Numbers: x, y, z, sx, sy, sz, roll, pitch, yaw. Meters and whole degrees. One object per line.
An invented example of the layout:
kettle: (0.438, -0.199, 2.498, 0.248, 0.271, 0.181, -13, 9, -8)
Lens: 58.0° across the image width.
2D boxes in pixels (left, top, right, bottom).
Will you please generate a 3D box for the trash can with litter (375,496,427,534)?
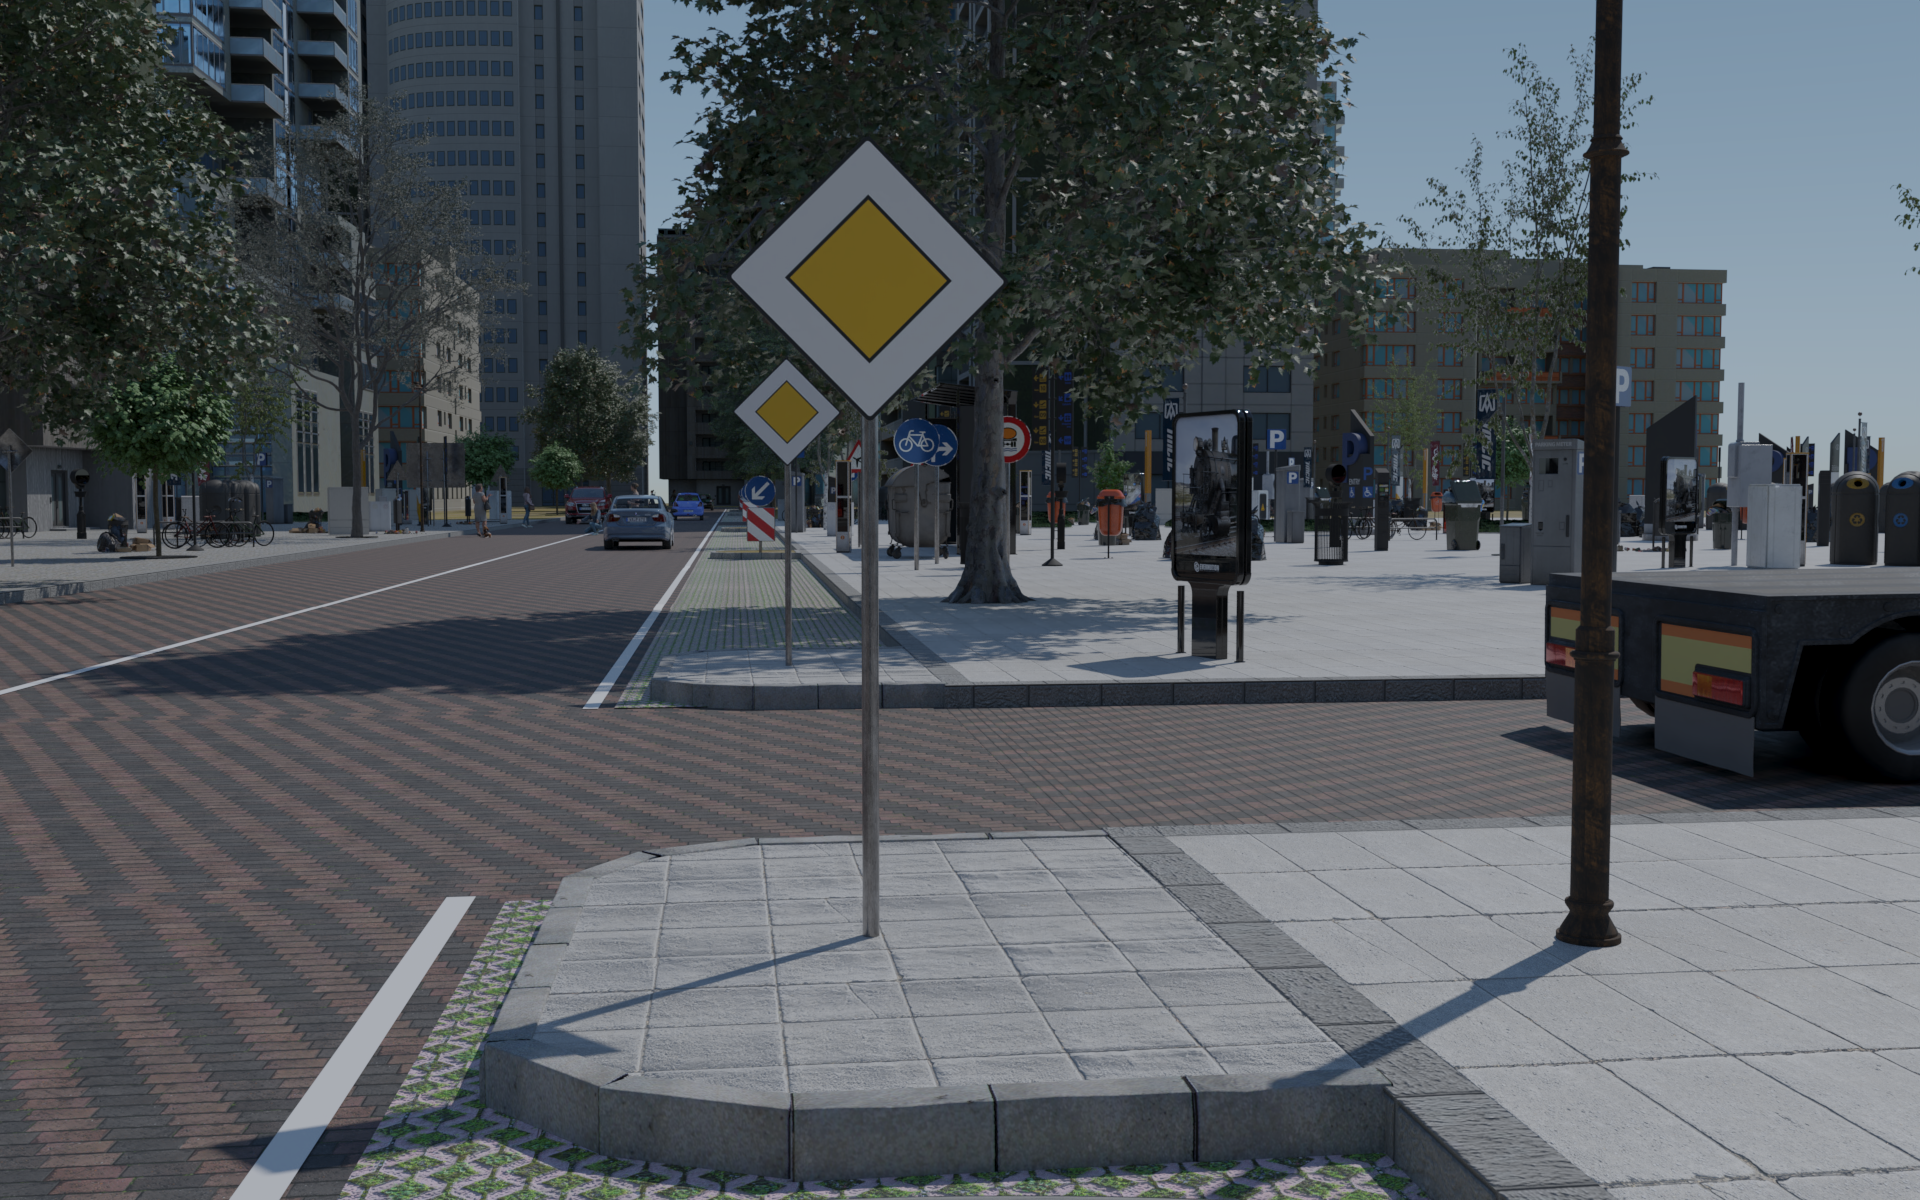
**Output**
trash can with litter: (-18.105, -2.764, 56.251, 1.678, 1.210, 2.233, -1, 4, -11)

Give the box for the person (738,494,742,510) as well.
person: (-18.938, -8.530, 149.442, 0.415, 1.643, 0.593, -1, 4, -10)

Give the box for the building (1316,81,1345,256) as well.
building: (27.263, -35.428, 198.858, 30.456, 49.044, 23.786, 0, 4, -7)

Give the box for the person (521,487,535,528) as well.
person: (-18.584, -3.987, 74.275, 0.643, 1.750, 0.593, -3, 5, -40)

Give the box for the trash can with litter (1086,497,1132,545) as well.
trash can with litter: (3.801, -1.955, 43.349, 0.624, 1.170, 1.055, 3, 5, 43)

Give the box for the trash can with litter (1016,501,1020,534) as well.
trash can with litter: (1.758, -2.704, 55.592, 1.055, 1.170, 0.624, 2, 4, 32)

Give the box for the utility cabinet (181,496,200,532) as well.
utility cabinet: (-24.779, -2.766, 56.385, 1.020, 1.237, 0.306, -2, 4, -26)

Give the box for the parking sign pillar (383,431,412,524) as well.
parking sign pillar: (-24.016, -5.196, 73.419, 1.447, 3.967, 1.447, -2, 4, -33)

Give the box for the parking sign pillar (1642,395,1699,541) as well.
parking sign pillar: (19.614, -3.624, 47.721, 1.447, 3.967, 1.447, 3, 5, 40)

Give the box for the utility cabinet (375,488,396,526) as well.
utility cabinet: (-22.873, -3.687, 68.969, 0.318, 1.500, 1.173, 0, 4, 8)

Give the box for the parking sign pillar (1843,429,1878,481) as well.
parking sign pillar: (37.452, -5.105, 71.937, 1.447, 3.967, 1.447, 1, 4, 11)

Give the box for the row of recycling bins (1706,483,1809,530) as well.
row of recycling bins: (28.485, -3.354, 61.953, 3.534, 1.692, 1.069, 0, 4, -1)

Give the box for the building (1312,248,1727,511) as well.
building: (42.926, -18.380, 145.545, 28.899, 21.520, 27.650, 0, 4, -7)

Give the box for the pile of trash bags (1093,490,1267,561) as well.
pile of trash bags: (4.381, -1.506, 34.382, 3.447, 1.369, 1.912, 1, 4, 14)

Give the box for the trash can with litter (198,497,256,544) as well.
trash can with litter: (-19.394, -2.114, 45.624, 1.678, 1.210, 2.233, 1, 4, 11)

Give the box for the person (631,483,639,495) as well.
person: (-10.180, -2.760, 53.962, 0.374, 1.781, 0.599, -1, 4, -19)

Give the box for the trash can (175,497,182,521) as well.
trash can: (-35.364, -4.109, 78.831, 0.748, 1.137, 0.748, 0, 3, 0)

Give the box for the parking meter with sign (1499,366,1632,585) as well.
parking meter with sign: (8.439, -1.716, 24.321, 0.543, 3.016, 1.738, -3, 5, -41)

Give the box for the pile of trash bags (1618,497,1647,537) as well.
pile of trash bags: (20.178, -2.611, 52.436, 1.912, 1.369, 3.447, -2, 4, -32)

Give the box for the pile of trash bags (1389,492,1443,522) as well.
pile of trash bags: (20.726, -4.327, 80.495, 3.447, 1.369, 1.912, 0, 4, 1)

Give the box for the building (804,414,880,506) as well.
building: (-4.098, -35.173, 194.689, 30.456, 49.044, 23.786, 0, 4, -7)

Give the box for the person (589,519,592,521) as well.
person: (-19.500, -5.122, 91.878, 1.348, 1.869, 0.705, -1, 4, -14)

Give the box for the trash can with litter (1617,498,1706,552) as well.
trash can with litter: (15.383, -1.701, 38.870, 2.233, 1.210, 1.678, -1, 4, -11)

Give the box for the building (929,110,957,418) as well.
building: (4.477, -21.656, 125.771, 14.160, 30.474, 14.107, 0, 4, -7)

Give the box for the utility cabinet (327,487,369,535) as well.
utility cabinet: (-19.050, -2.768, 53.932, 1.173, 1.500, 0.318, -2, 4, -29)

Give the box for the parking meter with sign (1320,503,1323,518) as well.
parking meter with sign: (16.499, -5.284, 82.654, 1.738, 3.016, 0.543, 3, 5, 41)

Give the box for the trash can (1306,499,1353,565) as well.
trash can: (6.729, -1.207, 31.380, 0.748, 1.137, 0.748, 0, 3, 0)

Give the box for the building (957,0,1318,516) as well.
building: (9.058, -40.937, 107.566, 20.563, 71.187, 20.611, 0, 4, -7)

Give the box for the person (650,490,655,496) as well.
person: (-20.624, -6.530, 116.068, 0.445, 1.727, 0.742, 0, 4, -1)

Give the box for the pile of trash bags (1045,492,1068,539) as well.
pile of trash bags: (4.084, -2.400, 48.991, 3.447, 1.369, 1.912, 1, 4, 18)

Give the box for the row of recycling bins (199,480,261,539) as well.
row of recycling bins: (-21.310, -2.667, 50.725, 1.069, 1.692, 3.534, 0, 4, -5)

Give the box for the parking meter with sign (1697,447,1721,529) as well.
parking meter with sign: (27.410, -4.181, 64.617, 1.738, 3.016, 0.543, 2, 4, 24)

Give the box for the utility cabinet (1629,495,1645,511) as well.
utility cabinet: (36.305, -4.977, 92.528, 1.020, 1.237, 0.306, 2, 4, 26)

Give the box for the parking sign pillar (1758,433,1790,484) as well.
parking sign pillar: (35.479, -5.334, 75.690, 1.447, 3.967, 1.447, -3, 5, -42)

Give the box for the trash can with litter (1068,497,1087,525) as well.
trash can with litter: (4.842, -3.663, 71.284, 1.055, 1.170, 0.624, 1, 4, 10)

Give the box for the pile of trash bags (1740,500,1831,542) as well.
pile of trash bags: (22.784, -2.321, 47.708, 1.912, 1.369, 3.447, -1, 4, -19)

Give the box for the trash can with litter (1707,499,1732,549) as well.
trash can with litter: (17.793, -1.776, 40.425, 0.624, 1.170, 1.055, 2, 4, 27)

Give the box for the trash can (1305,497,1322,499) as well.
trash can: (15.562, -3.956, 76.340, 0.748, 1.137, 0.748, 0, 3, 0)

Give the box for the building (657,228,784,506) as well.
building: (-25.593, -25.445, 187.732, 14.107, 30.474, 14.160, 0, 4, -7)

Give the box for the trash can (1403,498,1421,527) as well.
trash can: (17.807, -3.462, 68.253, 0.748, 1.137, 0.748, 0, 3, 0)

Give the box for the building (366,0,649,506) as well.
building: (-48.343, -39.475, 187.416, 28.212, 58.520, 21.231, 0, 4, -7)

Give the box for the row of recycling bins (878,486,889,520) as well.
row of recycling bins: (-3.174, -4.909, 87.372, 1.069, 1.692, 3.534, 2, 4, 25)

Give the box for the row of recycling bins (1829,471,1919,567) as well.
row of recycling bins: (17.159, -1.432, 30.533, 1.069, 1.692, 3.534, -3, 4, -37)

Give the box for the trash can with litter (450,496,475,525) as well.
trash can with litter: (-20.872, -3.829, 73.662, 1.678, 1.210, 2.233, -2, 4, -24)

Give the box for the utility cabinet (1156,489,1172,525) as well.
utility cabinet: (8.494, -3.746, 69.929, 1.173, 1.500, 0.318, 1, 4, 10)

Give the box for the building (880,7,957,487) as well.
building: (4.808, -31.798, 143.600, 21.300, 48.544, 21.600, 0, 4, -7)

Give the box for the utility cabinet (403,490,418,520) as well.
utility cabinet: (-26.895, -4.668, 84.999, 0.318, 1.500, 1.173, 1, 4, 22)

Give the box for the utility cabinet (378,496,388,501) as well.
utility cabinet: (-20.698, -3.121, 62.188, 0.306, 1.237, 1.020, -1, 4, -17)

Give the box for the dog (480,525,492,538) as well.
dog: (-15.608, -2.240, 56.818, 0.550, 0.427, 0.748, 1, 4, 11)

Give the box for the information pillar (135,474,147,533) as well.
information pillar: (-26.771, -3.188, 56.611, 0.304, 2.012, 0.304, -2, 4, -27)

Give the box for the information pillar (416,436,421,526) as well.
information pillar: (-21.940, -4.822, 70.195, 0.183, 3.616, 0.504, -2, 4, -29)

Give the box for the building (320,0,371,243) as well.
building: (-73.367, -45.549, 182.973, 20.611, 71.187, 20.563, 0, 4, -7)

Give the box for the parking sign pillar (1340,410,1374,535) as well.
parking sign pillar: (12.556, -4.048, 54.652, 1.447, 3.967, 1.447, -1, 4, -16)

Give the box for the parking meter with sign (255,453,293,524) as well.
parking meter with sign: (-29.174, -4.742, 73.786, 0.543, 3.016, 1.738, 1, 4, 17)

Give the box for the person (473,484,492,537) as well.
person: (-16.036, -3.026, 58.326, 0.716, 1.782, 0.532, 2, 4, 28)

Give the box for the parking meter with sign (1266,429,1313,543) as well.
parking meter with sign: (8.638, -3.026, 45.734, 0.543, 3.016, 1.738, -1, 4, -11)

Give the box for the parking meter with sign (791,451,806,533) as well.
parking meter with sign: (-5.403, -3.767, 57.852, 0.543, 3.016, 1.738, 0, 4, -1)

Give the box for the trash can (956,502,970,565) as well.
trash can: (0.306, -1.133, 30.172, 0.748, 1.137, 0.748, 0, 3, 0)

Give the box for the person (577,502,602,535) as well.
person: (-12.754, -2.827, 60.228, 0.738, 1.151, 1.012, -3, 5, -42)

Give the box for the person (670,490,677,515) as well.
person: (-18.853, -6.457, 114.794, 0.721, 1.735, 1.217, -3, 5, -42)
